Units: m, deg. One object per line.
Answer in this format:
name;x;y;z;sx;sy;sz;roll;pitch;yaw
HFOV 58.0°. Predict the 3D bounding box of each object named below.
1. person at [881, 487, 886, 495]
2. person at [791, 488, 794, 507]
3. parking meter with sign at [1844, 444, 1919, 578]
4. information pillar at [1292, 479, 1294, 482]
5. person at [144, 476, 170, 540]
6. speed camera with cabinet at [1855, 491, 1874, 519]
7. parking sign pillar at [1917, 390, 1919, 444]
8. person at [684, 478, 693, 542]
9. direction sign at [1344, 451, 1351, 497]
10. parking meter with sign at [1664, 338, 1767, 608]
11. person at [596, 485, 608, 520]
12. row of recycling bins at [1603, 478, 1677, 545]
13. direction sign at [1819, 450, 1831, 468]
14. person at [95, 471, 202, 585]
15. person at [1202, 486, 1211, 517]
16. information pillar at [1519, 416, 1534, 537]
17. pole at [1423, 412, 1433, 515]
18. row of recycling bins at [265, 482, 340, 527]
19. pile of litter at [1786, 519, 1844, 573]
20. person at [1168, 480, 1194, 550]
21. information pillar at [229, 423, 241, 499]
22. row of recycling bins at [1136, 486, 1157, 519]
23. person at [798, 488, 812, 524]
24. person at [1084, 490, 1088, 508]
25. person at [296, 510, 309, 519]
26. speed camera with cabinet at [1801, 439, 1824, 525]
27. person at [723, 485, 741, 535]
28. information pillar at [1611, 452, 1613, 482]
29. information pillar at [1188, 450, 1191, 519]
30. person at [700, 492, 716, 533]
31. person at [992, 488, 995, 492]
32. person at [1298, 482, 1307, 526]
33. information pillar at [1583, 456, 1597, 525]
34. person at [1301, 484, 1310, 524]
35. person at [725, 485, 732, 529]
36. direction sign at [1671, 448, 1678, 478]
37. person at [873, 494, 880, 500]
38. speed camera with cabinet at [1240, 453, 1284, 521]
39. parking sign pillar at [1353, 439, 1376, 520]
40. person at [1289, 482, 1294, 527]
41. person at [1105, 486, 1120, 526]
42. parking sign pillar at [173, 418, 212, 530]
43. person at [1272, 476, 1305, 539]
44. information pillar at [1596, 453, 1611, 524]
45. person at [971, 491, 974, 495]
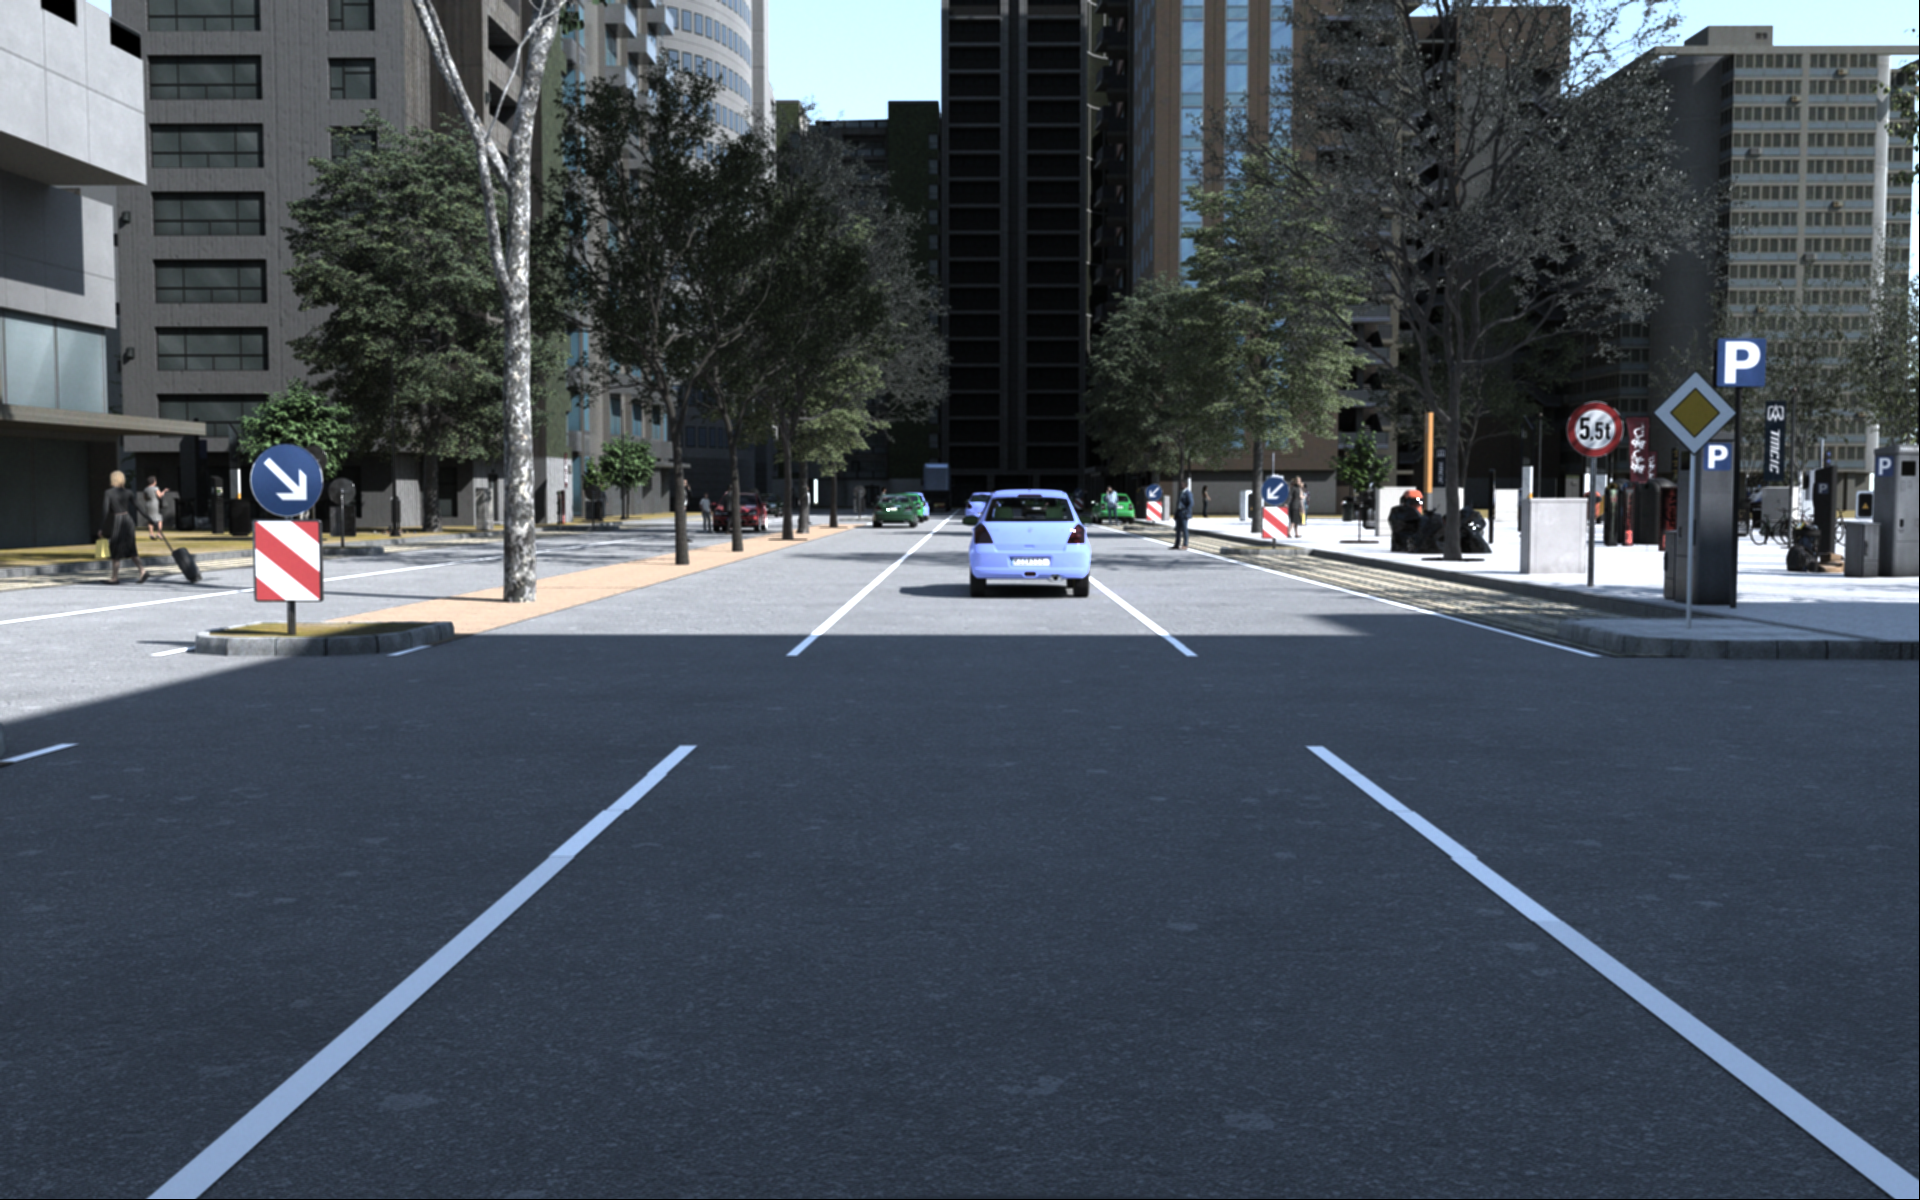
person;-4.296;-5.488;98.223;0.705;1.824;1.348;-1;4;-18
person;-16.353;-9.958;168.489;0.705;1.869;1.348;0;4;-7
parking meter with sign;14.558;-1.872;26.876;1.738;3.016;0.543;-1;4;-22
information pillar;16.633;-4.991;86.086;0.304;2.012;0.304;1;4;13
person;-22.341;-2.561;48.266;0.716;1.782;0.532;1;4;16
speed camera with cabinet;46.538;-5.708;87.666;2.038;3.252;0.660;3;4;37
parking sign pillar;17.427;-2.552;30.190;1.447;3.967;1.447;2;4;34
person;-8.269;-2.703;52.050;0.474;1.900;0.648;0;4;-8
direction sign;20.117;-5.945;89.194;0.876;3.537;0.379;-2;4;-28
parking meter with sign;8.743;-1.468;20.267;0.543;3.016;1.738;0;4;2
person;-17.577;-4.799;84.930;0.576;1.772;0.534;-2;4;-27
row of recycling bins;17.863;-2.343;45.428;1.069;1.692;3.534;0;4;2
direction sign;44.232;-5.911;88.639;0.876;3.537;0.379;-2;4;-30
person;-12.963;-1.156;27.614;1.509;1.804;0.699;-1;4;-16
person;13.547;-5.406;95.154;0.721;1.735;1.217;0;4;-7
information pillar;16.954;-3.695;51.765;0.183;3.616;0.504;-1;4;-12
pole;11.689;-3.022;43.254;0.158;3.312;0.155;0;3;0
row of recycling bins;-22.685;-3.239;60.076;1.069;1.692;3.534;1;4;16
pile of litter;14.391;-0.912;28.879;1.719;0.858;1.176;-3;5;-42
person;5.749;-2.204;44.710;0.419;1.800;0.721;-2;4;-31
information pillar;-24.010;-4.036;57.344;0.504;3.616;0.183;2;4;35
row of recycling bins;9.671;-5.047;89.637;1.069;1.692;3.534;0;4;2
person;-7.435;-4.530;82.669;0.850;1.850;0.679;3;5;41
person;11.352;-9.181;156.949;0.445;1.727;0.742;-1;4;-14
person;-21.923;-3.130;57.775;0.362;1.759;0.519;2;4;30
speed camera with cabinet;31.144;-4.225;63.416;0.660;3.252;2.038;1;4;14
person;-8.069;-3.223;61.587;0.661;1.777;0.834;2;4;33
information pillar;33.882;-6.043;90.151;0.183;3.616;0.504;2;4;28
information pillar;11.817;-5.986;89.228;0.183;3.616;0.504;1;4;14
person;-9.315;-3.223;63.792;0.523;1.515;0.503;1;4;21
person;2.191;-6.569;115.912;0.705;1.822;1.348;1;4;19
person;13.628;-3.834;69.065;0.374;1.781;0.599;0;4;-7
information pillar;25.643;-4.856;70.748;0.504;3.616;0.183;-3;4;-36
person;14.741;-4.127;74.359;0.563;1.720;0.643;0;4;-2
person;-9.410;-3.815;70.887;0.555;1.821;0.388;-3;5;-43
direction sign;35.294;-5.684;84.931;0.379;3.537;0.876;-3;5;-41
person;-7.086;-8.518;150.960;0.799;1.438;0.628;-2;4;-35
speed camera with cabinet;14.323;-5.373;82.189;2.038;3.252;0.660;-1;4;-19
parking sign pillar;19.910;-5.914;85.173;1.447;3.967;1.447;-3;5;-45
person;12.878;-3.720;67.441;0.524;1.755;0.480;1;4;18
person;6.871;-4.234;77.999;0.793;1.790;0.793;-1;4;-19
parking sign pillar;-27.493;-4.506;62.142;1.447;3.967;1.447;3;5;42
person;9.459;-2.696;50.337;1.509;1.804;0.699;-2;4;-27
information pillar;27.279;-5.037;73.705;0.183;3.616;0.504;-3;5;-39
person;1.281;-9.597;166.127;0.721;1.735;1.217;0;4;2
